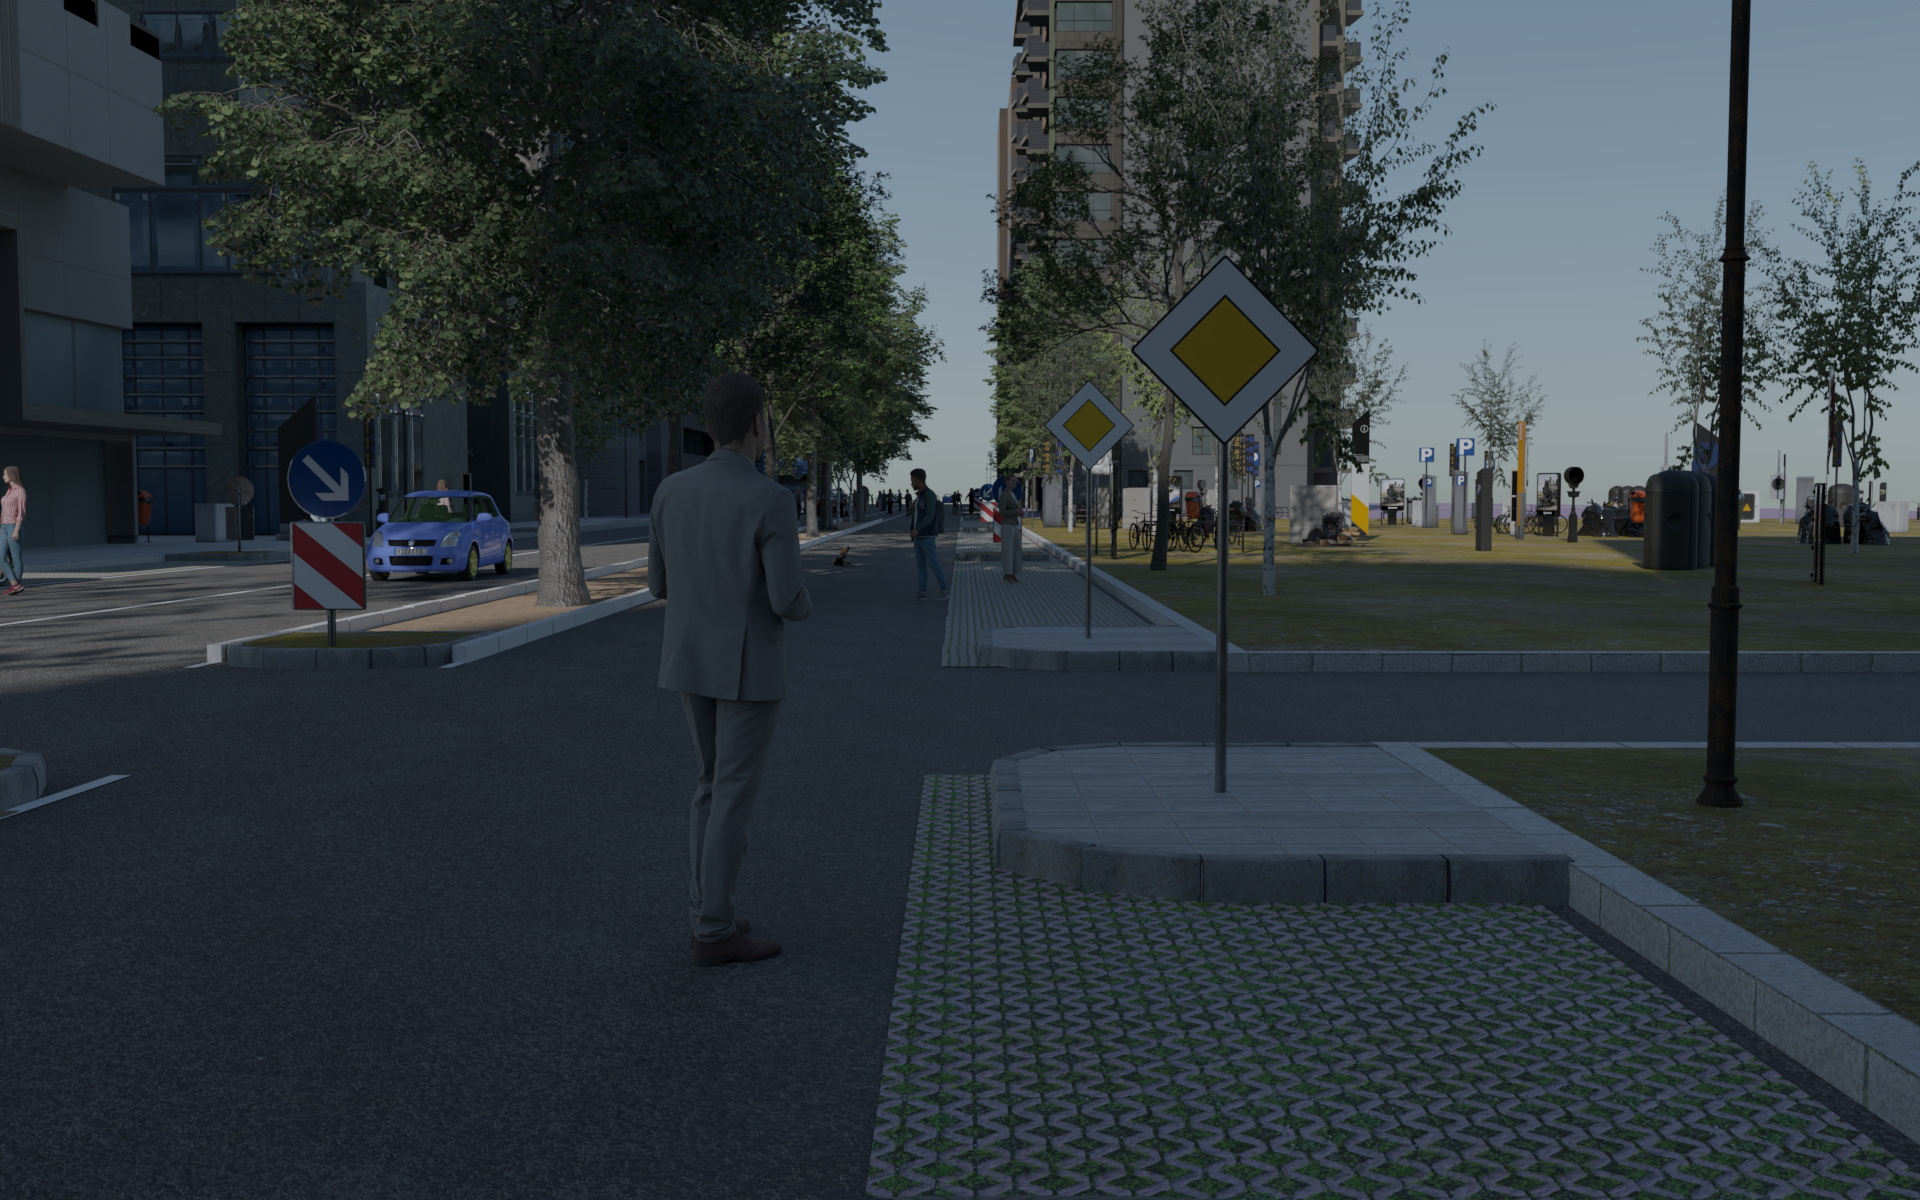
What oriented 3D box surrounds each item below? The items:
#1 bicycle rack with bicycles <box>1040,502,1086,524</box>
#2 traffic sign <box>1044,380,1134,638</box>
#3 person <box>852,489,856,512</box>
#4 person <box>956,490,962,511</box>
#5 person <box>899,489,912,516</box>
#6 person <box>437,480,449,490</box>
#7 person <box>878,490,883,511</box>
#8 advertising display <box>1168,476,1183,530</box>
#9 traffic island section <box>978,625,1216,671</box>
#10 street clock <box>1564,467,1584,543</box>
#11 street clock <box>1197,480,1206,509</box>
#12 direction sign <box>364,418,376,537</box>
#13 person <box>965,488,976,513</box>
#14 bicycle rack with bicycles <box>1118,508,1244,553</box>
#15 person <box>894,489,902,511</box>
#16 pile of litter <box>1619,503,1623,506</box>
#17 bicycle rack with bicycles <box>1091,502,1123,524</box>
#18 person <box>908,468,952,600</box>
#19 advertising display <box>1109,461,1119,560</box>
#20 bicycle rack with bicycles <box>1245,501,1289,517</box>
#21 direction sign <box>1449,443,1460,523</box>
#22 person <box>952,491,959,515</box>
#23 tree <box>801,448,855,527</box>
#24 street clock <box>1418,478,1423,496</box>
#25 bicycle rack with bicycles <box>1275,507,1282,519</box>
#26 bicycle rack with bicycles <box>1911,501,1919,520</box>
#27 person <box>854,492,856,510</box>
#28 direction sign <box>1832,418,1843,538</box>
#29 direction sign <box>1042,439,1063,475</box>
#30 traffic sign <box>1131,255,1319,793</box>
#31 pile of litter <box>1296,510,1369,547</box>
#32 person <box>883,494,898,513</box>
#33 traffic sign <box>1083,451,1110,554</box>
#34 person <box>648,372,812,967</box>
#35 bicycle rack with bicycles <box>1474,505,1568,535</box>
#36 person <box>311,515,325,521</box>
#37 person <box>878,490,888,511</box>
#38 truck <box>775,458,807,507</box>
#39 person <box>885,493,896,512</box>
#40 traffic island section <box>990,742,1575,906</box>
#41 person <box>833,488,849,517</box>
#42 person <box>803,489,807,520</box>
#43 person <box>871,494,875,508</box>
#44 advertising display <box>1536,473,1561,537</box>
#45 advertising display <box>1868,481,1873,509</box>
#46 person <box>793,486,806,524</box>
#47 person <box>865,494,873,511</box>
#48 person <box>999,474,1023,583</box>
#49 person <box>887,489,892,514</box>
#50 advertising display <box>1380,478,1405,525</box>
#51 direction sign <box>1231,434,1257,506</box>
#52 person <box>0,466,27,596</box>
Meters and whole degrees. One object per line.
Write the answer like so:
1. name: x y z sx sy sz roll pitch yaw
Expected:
1. bicycle rack with bicycles: 5.129 -4.020 79.108 2.852 0.926 2.925 2 4 29
2. traffic sign: 1.140 -0.718 15.380 0.795 2.450 0.064 0 4 0
3. person: -8.208 -7.746 135.143 1.348 1.824 0.705 -3 4 -36
4. person: -0.043 -8.484 147.658 0.683 1.767 0.568 -1 4 -17
5. person: -3.543 -6.366 113.114 0.750 1.759 0.617 -2 4 -32
6. person: -11.621 -1.825 38.928 0.593 1.750 0.643 2 4 28
7. person: -6.864 -8.561 149.145 0.551 1.740 0.621 2 4 30
8. advertising display: 7.563 -3.462 61.819 0.123 1.923 0.974 -3 4 -36
9. traffic island section: 1.163 0.417 15.457 2.009 0.180 2.903 0 4 0
10. street clock: 16.197 -2.518 45.734 0.471 2.002 0.358 -1 4 -12
11. street clock: 12.196 -5.071 87.480 0.358 2.002 0.471 3 5 43
12. direction sign: -17.446 -3.624 51.250 0.379 3.537 0.876 0 3 0
13. person: 0.807 -6.704 117.747 1.348 1.869 0.705 -3 5 -41
14. bicycle rack with bicycles: 5.155 -1.555 38.807 2.852 0.926 2.925 0 4 -5
15. person: -5.261 -8.504 147.415 0.599 1.838 0.709 -2 4 -25
16. pile of litter: 30.623 -4.065 80.428 1.719 0.858 1.176 2 4 32
17. bicycle rack with bicycles: 7.198 -3.430 69.462 2.925 0.926 2.852 -2 4 -32
18. person: -0.476 -0.891 23.424 0.721 1.781 0.623 -2 4 -31
19. advertising display: 3.033 -1.772 34.181 0.123 1.923 0.974 0 4 1
20. bicycle rack with bicycles: 15.507 -4.652 89.447 2.925 0.926 2.852 -1 4 -20
21. direction sign: 22.137 -5.234 77.580 0.379 3.537 0.876 3 5 44
22. person: -0.297 -6.795 121.072 0.593 1.643 0.415 2 4 32
23. tree: -5.100 -7.782 80.063 4.737 8.622 4.395 0 3 0
24. street clock: 20.460 -4.397 76.461 0.471 2.002 0.358 1 4 14
25. bicycle rack with bicycles: 5.913 -1.823 43.193 2.925 0.926 2.852 -3 5 -41
26. bicycle rack with bicycles: 47.606 -4.332 84.205 2.852 0.926 2.925 3 4 39
27. person: -9.469 -9.114 158.452 0.436 1.711 0.756 0 4 -1
28. direction sign: 25.473 -3.568 50.334 0.379 3.537 0.876 1 4 12
29. direction sign: 3.810 -4.856 71.396 0.876 3.537 0.379 0 4 -4
30. traffic sign: 1.120 -0.229 7.395 0.795 2.450 0.064 0 4 0
31. pile of litter: 9.189 -1.754 42.640 1.719 0.858 1.176 1 4 22
32. person: -5.197 -7.357 129.499 1.217 1.735 0.721 1 4 18
33. traffic sign: 2.898 -2.116 36.723 0.606 2.300 0.079 0 4 5
34. person: -0.657 0.202 5.403 0.606 1.804 0.583 2 4 30
35. bicycle rack with bicycles: 18.002 -2.577 55.512 2.925 0.926 2.852 1 4 16
36. person: -11.348 -1.265 30.990 0.330 1.601 0.589 1 4 21
37. person: -6.474 -8.457 146.855 0.705 1.814 1.350 -3 5 -44
38. truck: -12.357 -8.885 135.034 2.967 4.110 18.799 0 4 -2
39. person: -5.643 -8.026 139.868 0.705 1.807 1.348 3 4 38
40. traffic island section: 1.143 0.906 7.472 2.009 0.180 2.903 0 4 0
41. person: -7.295 -5.976 106.198 1.348 1.826 0.705 2 4 33
42. person: -8.329 -5.273 95.431 0.721 1.743 1.217 0 4 2
43. person: -9.217 -10.433 182.333 0.557 1.426 1.065 1 4 14
44. advertising display: 17.768 -2.879 52.285 0.123 1.923 0.974 -1 4 -20
45. advertising display: 44.671 -4.879 84.978 0.123 1.923 0.974 2 4 31
46. person: -7.611 -4.498 82.227 0.709 1.800 0.728 -1 4 -17
47. person: -7.666 -8.211 142.734 1.348 1.826 0.705 -3 5 -39
48. person: 0.839 -1.144 27.754 0.362 1.759 0.519 2 4 25
49. person: -4.970 -6.978 122.607 0.705 1.823 1.348 -1 4 -10
50. advertising display: 17.878 -4.062 71.635 0.974 1.923 0.123 0 4 7
51. direction sign: 10.670 -4.494 65.467 0.876 3.537 0.379 0 4 5
52. person: -13.460 -0.982 24.562 0.555 1.821 0.388 2 4 26
